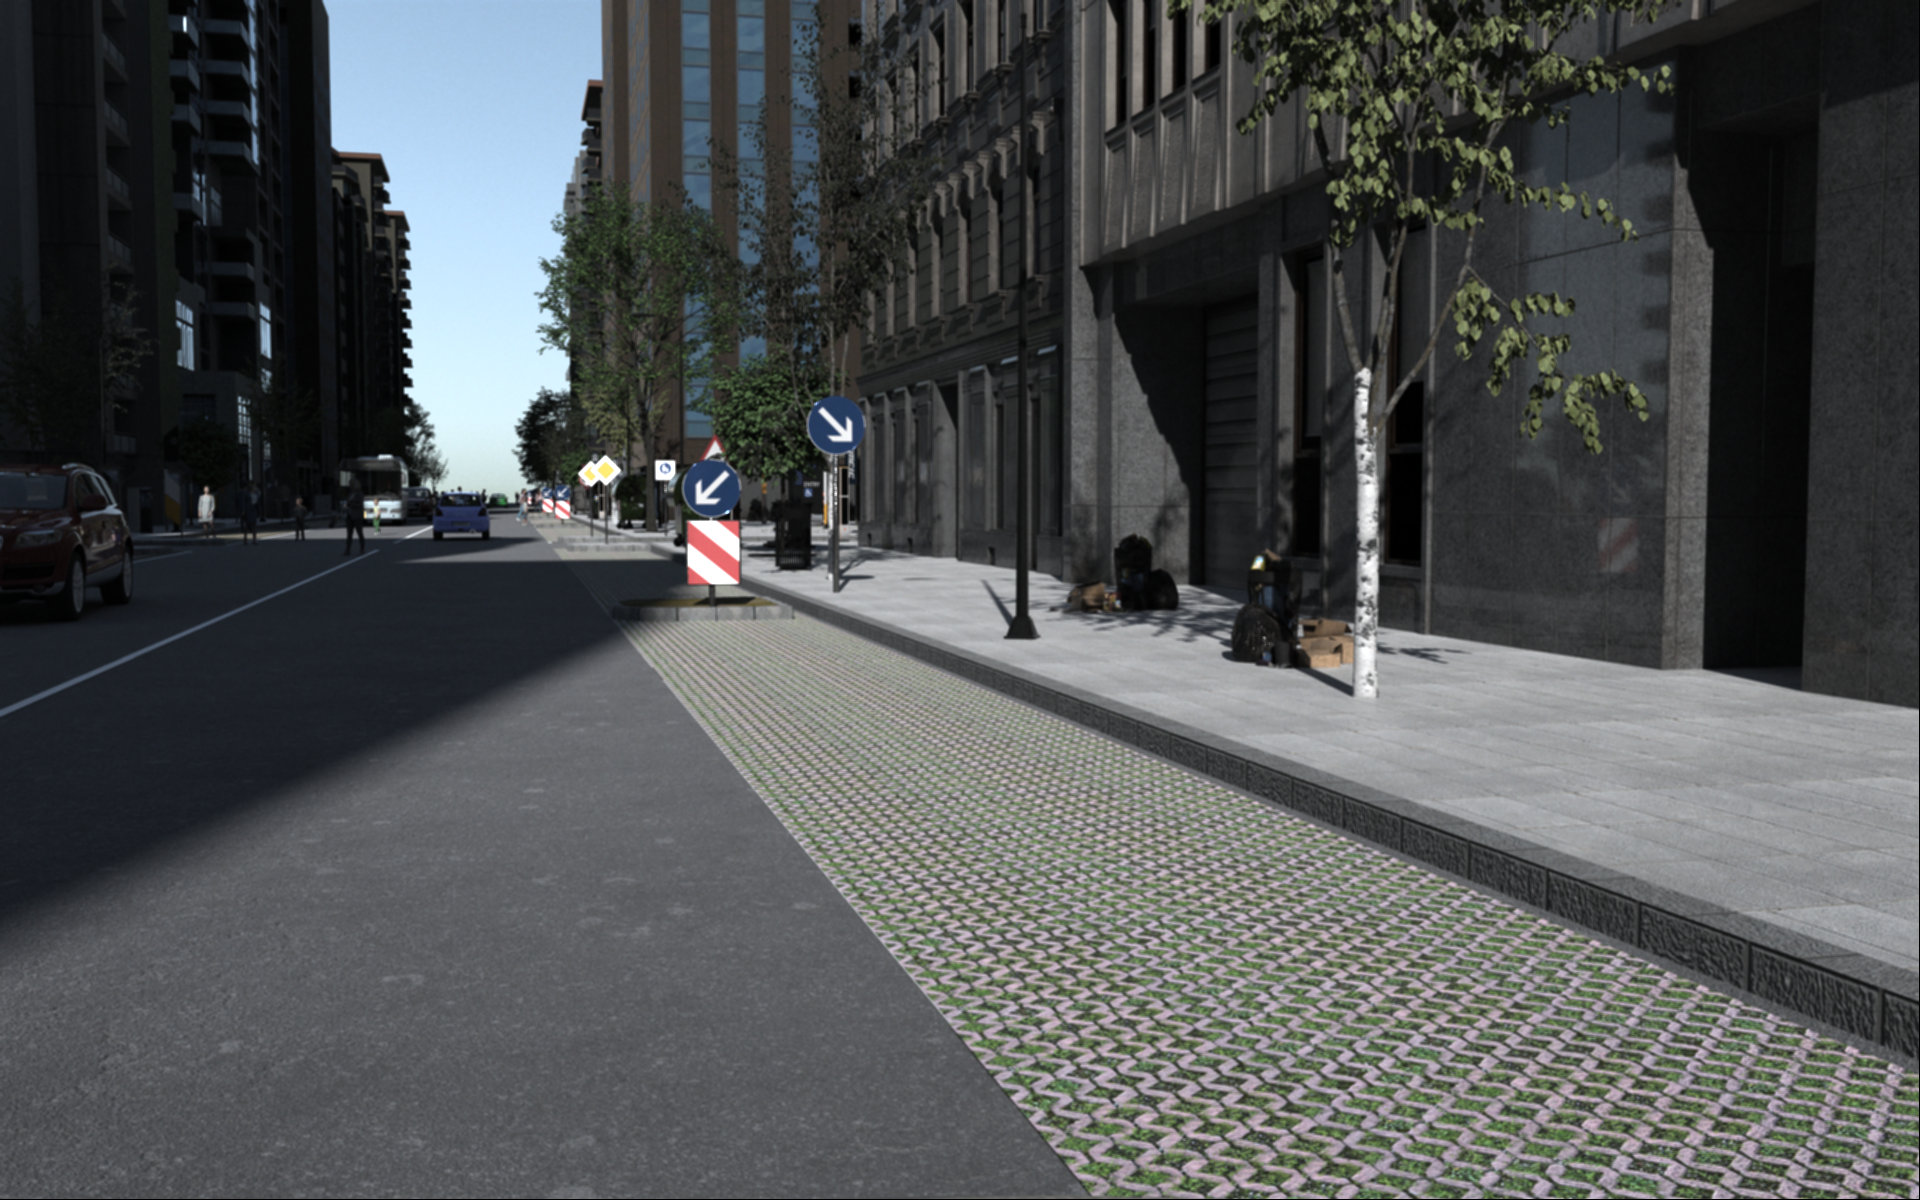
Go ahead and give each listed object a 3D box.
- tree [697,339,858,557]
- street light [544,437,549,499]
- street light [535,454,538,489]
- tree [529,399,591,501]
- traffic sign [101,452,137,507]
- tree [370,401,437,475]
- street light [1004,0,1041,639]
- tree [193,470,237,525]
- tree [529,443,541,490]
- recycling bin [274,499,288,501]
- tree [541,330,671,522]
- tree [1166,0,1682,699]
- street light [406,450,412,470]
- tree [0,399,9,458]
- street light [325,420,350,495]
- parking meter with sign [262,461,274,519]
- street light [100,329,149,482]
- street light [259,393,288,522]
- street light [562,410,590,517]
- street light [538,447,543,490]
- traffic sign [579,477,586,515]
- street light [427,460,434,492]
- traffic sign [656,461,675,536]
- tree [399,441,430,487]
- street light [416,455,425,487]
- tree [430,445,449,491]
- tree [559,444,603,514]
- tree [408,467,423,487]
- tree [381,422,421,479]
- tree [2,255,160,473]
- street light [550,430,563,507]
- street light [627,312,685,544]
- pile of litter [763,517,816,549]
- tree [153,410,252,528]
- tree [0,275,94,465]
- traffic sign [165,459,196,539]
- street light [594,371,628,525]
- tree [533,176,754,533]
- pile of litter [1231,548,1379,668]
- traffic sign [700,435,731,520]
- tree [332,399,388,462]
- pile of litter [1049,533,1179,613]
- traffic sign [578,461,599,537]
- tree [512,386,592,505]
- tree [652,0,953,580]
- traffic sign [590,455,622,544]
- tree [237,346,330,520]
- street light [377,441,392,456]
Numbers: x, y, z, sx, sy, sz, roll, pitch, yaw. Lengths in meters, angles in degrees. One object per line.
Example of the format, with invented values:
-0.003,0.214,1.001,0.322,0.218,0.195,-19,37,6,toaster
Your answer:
-3.751,-3.183,35.762,4.285,4.588,4.351,0,3,0,tree
-32.690,-10.248,140.087,1.470,5.913,1.316,-1,4,-15,street light
-47.904,-13.833,198.717,1.470,5.913,1.316,-1,4,-15,street light
-30.266,-11.182,133.183,4.360,8.622,3.978,0,3,0,tree
-20.073,-2.309,41.393,0.795,2.450,0.064,-1,4,-15,traffic sign
-61.641,-16.269,191.747,9.928,11.665,9.643,0,3,0,tree
0.029,-2.605,15.133,1.470,5.913,1.316,-1,4,-15,street light
-31.597,-4.783,72.804,1.663,3.219,1.824,0,3,0,tree
-46.333,-14.982,195.320,4.737,8.622,4.395,0,3,0,tree
-38.512,-5.229,98.049,0.722,1.027,0.722,-3,5,-41,recycling bin
-15.515,-7.825,78.296,4.737,8.622,4.395,0,3,0,tree
2.582,-3.674,10.439,4.737,8.622,4.395,0,3,0,tree
-58.346,-12.817,182.094,1.470,5.913,1.316,-1,4,-15,street light
-21.572,-3.180,35.709,4.285,4.588,4.351,0,3,0,tree
-39.105,-8.317,108.518,1.470,5.913,1.316,-1,4,-15,street light
-36.253,-5.784,90.828,0.543,3.016,1.738,-2,4,-27,parking meter with sign
-23.492,-4.659,48.713,1.470,5.913,1.316,-1,4,-15,street light
-31.400,-6.525,79.228,1.470,5.913,1.316,-1,4,-15,street light
-20.942,-7.512,95.365,1.470,5.913,1.316,-1,4,-15,street light
-40.272,-12.041,169.409,1.470,5.913,1.316,-1,4,-15,street light
-22.726,-6.422,105.102,0.768,2.556,0.104,-1,4,-13,traffic sign
-71.855,-15.998,234.101,1.470,5.913,1.316,-1,4,-15,street light
-8.948,-3.089,52.633,0.606,2.300,0.079,-1,4,-14,traffic sign
-68.716,-16.245,215.966,4.360,8.622,3.978,0,3,0,tree
-63.993,-14.158,204.019,1.470,5.913,1.316,-1,4,-15,street light
-74.909,-17.840,242.043,4.360,8.622,3.978,0,3,0,tree
-24.615,-7.930,113.364,4.285,4.588,4.351,0,3,0,tree
-65.835,-13.653,206.941,4.285,4.588,4.351,0,3,0,tree
-57.708,-13.907,177.745,4.737,8.622,4.395,0,3,0,tree
-26.524,-6.242,52.427,4.360,8.622,3.978,0,3,0,tree
-28.697,-9.325,125.004,1.470,5.913,1.316,-1,4,-15,street light
-7.708,-4.404,44.542,1.470,5.913,1.316,-1,4,-15,street light
-4.064,-1.672,41.303,1.176,0.858,1.719,-1,4,-20,pile of litter
-28.761,-5.037,66.063,4.285,4.588,4.351,0,3,0,tree
-30.974,-6.593,58.164,4.737,8.622,4.395,0,3,0,tree
-22.091,-2.782,49.120,0.795,2.450,0.064,-1,4,-15,traffic sign
-12.990,-5.654,64.991,1.470,5.913,1.316,-1,4,-15,street light
-10.526,-8.079,57.851,9.928,11.665,9.643,0,3,0,tree
2.707,0.028,13.511,1.176,0.858,1.719,3,4,37,pile of litter
-5.360,-2.323,37.993,0.884,2.594,0.081,-1,4,-9,traffic sign
-47.078,-11.317,135.398,4.360,8.622,3.978,0,3,0,tree
1.722,-0.325,19.272,1.719,0.858,1.176,-2,4,-23,pile of litter
-11.060,-2.956,51.970,0.795,2.450,0.064,-1,4,-15,traffic sign
-48.317,-18.308,205.985,9.857,13.997,8.962,0,3,0,tree
-2.099,-4.614,25.803,4.360,8.622,3.978,0,3,0,tree
-9.042,-2.483,44.243,0.795,2.450,0.064,-1,4,-15,traffic sign
-34.096,-8.345,86.809,4.737,8.622,4.395,0,3,0,tree
-50.557,-10.987,152.182,1.470,5.913,1.316,-1,4,-15,street light
